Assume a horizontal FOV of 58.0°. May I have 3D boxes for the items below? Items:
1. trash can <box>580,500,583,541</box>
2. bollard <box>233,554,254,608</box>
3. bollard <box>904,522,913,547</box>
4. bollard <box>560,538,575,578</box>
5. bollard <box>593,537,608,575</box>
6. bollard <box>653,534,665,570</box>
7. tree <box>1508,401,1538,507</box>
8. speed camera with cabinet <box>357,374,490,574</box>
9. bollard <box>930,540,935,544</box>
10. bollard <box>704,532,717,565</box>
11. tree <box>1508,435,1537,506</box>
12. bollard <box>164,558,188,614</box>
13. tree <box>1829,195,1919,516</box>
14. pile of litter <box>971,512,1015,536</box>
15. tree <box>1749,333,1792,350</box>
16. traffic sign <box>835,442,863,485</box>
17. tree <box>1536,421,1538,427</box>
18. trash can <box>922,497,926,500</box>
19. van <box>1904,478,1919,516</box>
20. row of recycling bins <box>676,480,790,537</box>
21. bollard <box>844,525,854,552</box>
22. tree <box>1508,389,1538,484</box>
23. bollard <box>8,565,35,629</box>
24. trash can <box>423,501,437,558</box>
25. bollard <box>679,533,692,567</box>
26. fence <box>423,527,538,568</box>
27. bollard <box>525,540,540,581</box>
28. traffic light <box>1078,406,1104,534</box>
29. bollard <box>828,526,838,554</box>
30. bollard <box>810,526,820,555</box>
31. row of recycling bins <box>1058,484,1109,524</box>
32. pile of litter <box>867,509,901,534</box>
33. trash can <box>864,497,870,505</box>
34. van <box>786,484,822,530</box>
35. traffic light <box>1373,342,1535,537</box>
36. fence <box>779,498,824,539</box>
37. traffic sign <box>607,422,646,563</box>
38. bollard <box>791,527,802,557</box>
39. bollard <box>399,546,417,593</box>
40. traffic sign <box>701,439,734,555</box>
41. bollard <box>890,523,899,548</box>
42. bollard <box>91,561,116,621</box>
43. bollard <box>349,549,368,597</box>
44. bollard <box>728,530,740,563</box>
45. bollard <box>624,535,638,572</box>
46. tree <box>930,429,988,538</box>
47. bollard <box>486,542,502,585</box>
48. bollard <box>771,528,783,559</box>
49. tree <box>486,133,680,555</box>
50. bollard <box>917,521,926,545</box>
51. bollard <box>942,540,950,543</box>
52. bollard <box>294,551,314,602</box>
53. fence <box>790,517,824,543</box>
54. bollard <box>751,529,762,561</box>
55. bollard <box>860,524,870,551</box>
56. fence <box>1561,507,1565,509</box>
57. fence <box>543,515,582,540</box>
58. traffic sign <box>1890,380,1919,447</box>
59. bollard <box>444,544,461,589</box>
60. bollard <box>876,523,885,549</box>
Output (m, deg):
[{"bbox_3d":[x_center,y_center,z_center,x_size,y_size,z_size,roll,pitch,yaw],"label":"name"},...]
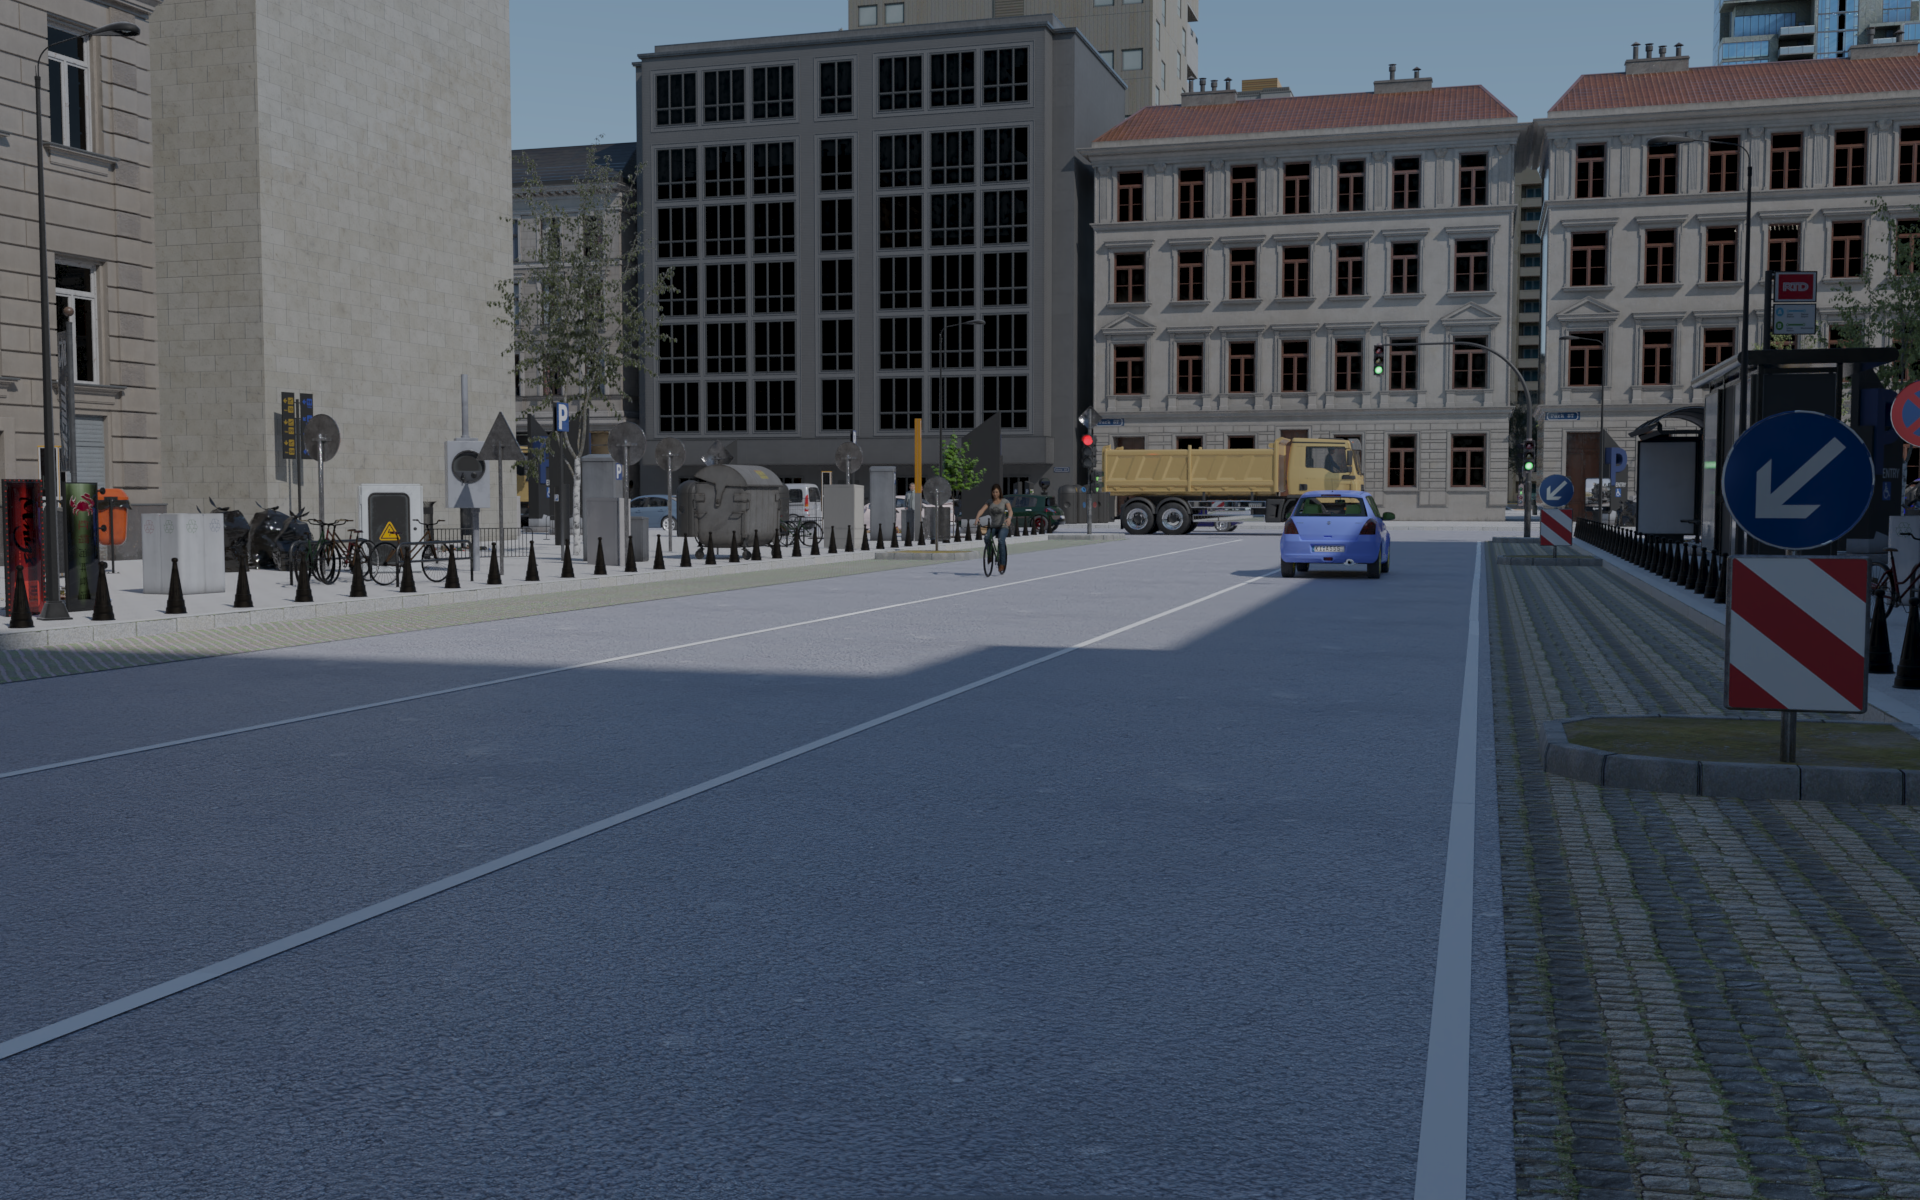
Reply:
[{"bbox_3d":[-9.458,-2.026,44.774,0.748,1.137,0.748,0,3,0],"label":"trash can"},{"bbox_3d":[-8.115,-0.217,19.597,0.229,0.601,0.229,0,3,0],"label":"bollard"},{"bbox_3d":[-1.265,-1.607,42.312,0.229,0.601,0.229,0,3,0],"label":"bollard"},{"bbox_3d":[-6.016,-0.643,26.547,0.229,0.601,0.229,0,3,0],"label":"bollard"},{"bbox_3d":[-5.720,-0.703,27.531,0.229,0.601,0.229,0,3,0],"label":"bollard"},{"bbox_3d":[-5.128,-0.823,29.497,0.229,0.601,0.229,0,3,0],"label":"bollard"},{"bbox_3d":[55.694,-14.550,172.297,8.767,10.594,7.601,-3,5,-40],"label":"tree"},{"bbox_3d":[-8.752,-2.075,28.258,2.038,3.252,0.660,-1,4,-22],"label":"speed camera with cabinet"},{"bbox_3d":[-0.661,-1.729,44.308,0.229,0.601,0.229,0,3,0],"label":"bollard"},{"bbox_3d":[-4.532,-0.943,31.467,0.229,0.601,0.229,0,3,0],"label":"bollard"},{"bbox_3d":[59.399,-14.221,182.871,4.360,8.622,3.978,0,3,0],"label":"tree"},{"bbox_3d":[-8.419,-0.156,18.584,0.229,0.601,0.229,0,3,0],"label":"bollard"},{"bbox_3d":[22.506,-5.564,41.333,4.737,8.622,4.395,0,3,0],"label":"tree"},{"bbox_3d":[1.021,-2.441,53.875,1.719,0.858,1.176,-2,4,-25],"label":"pile of litter"},{"bbox_3d":[34.771,-7.466,72.433,4.737,8.622,4.395,0,3,0],"label":"tree"},{"bbox_3d":[-2.718,-2.566,42.062,0.768,2.556,0.104,2,4,25],"label":"traffic sign"},{"bbox_3d":[44.573,-10.791,126.801,4.737,8.622,4.395,0,3,0],"label":"tree"},{"bbox_3d":[-1.922,-4.512,85.420,0.748,1.137,0.748,0,3,0],"label":"trash can"},{"bbox_3d":[34.084,-3.347,59.112,5.245,2.365,2.240,1,4,19],"label":"van"},{"bbox_3d":[-6.842,-2.778,52.526,3.534,1.692,1.069,-2,4,-29],"label":"row of recycling bins"},{"bbox_3d":[-2.453,-1.366,38.369,0.229,0.601,0.229,0,3,0],"label":"bollard"},{"bbox_3d":[65.027,-17.688,199.563,12.009,13.543,11.850,0,3,0],"label":"tree"},{"bbox_3d":[-9.011,-0.035,16.614,0.229,0.601,0.229,0,3,0],"label":"bollard"},{"bbox_3d":[-10.705,-1.378,34.176,0.748,1.137,0.748,0,3,0],"label":"trash can"},{"bbox_3d":[-4.828,-0.883,30.483,0.229,0.601,0.229,0,3,0],"label":"bollard"},{"bbox_3d":[-8.478,-0.927,30.526,2.069,0.683,0.278,-2,4,-35],"label":"fence"},{"bbox_3d":[-6.314,-0.582,25.556,0.229,0.601,0.229,0,3,0],"label":"bollard"},{"bbox_3d":[4.136,-4.043,55.027,0.839,4.253,0.868,1,4,17],"label":"traffic light"},{"bbox_3d":[-2.750,-1.305,37.386,0.229,0.601,0.229,0,3,0],"label":"bollard"},{"bbox_3d":[-3.045,-1.245,36.402,0.229,0.601,0.229,0,3,0],"label":"bollard"},{"bbox_3d":[5.333,-4.177,75.414,1.069,1.692,3.534,2,4,35],"label":"row of recycling bins"},{"bbox_3d":[-2.432,-2.613,56.693,1.176,0.858,1.719,-2,4,-31],"label":"pile of litter"},{"bbox_3d":[-4.365,-3.964,76.467,0.748,1.137,0.748,0,3,0],"label":"trash can"},{"bbox_3d":[-7.676,-3.856,70.060,4.112,2.044,2.013,1,4,18],"label":"van"},{"bbox_3d":[14.763,-4.712,51.706,4.771,5.953,1.251,1,4,17],"label":"traffic light"},{"bbox_3d":[-4.660,-2.284,48.554,0.480,1.192,2.264,2,4,32],"label":"fence"},{"bbox_3d":[-5.887,-1.862,30.544,0.768,2.556,0.104,1,4,19],"label":"traffic sign"},{"bbox_3d":[-3.341,-1.185,35.410,0.229,0.601,0.229,0,3,0],"label":"bollard"},{"bbox_3d":[-7.207,-0.401,22.592,0.229,0.601,0.229,0,3,0],"label":"bollard"},{"bbox_3d":[-5.129,-2.167,36.608,0.795,2.450,0.064,1,4,21],"label":"traffic sign"},{"bbox_3d":[-1.561,-1.547,41.329,0.229,0.601,0.229,0,3,0],"label":"bollard"},{"bbox_3d":[-8.711,-0.095,17.596,0.229,0.601,0.229,0,3,0],"label":"bollard"},{"bbox_3d":[-7.509,-0.340,21.598,0.229,0.601,0.229,0,3,0],"label":"bollard"},{"bbox_3d":[-4.232,-1.004,32.459,0.229,0.601,0.229,0,3,0],"label":"bollard"},{"bbox_3d":[-5.422,-0.763,28.513,0.229,0.601,0.229,0,3,0],"label":"bollard"},{"bbox_3d":[-0.275,-3.432,50.713,1.663,3.219,1.824,0,3,0],"label":"tree"},{"bbox_3d":[-6.611,-0.522,24.573,0.229,0.601,0.229,0,3,0],"label":"bollard"},{"bbox_3d":[-3.637,-1.125,34.427,0.229,0.601,0.229,0,3,0],"label":"bollard"},{"bbox_3d":[-8.000,-5.253,36.253,4.360,8.622,3.978,0,3,0],"label":"tree"},{"bbox_3d":[-0.963,-1.668,43.308,0.229,0.601,0.229,0,3,0],"label":"bollard"},{"bbox_3d":[-0.360,-1.789,45.290,0.229,0.601,0.229,0,3,0],"label":"bollard"},{"bbox_3d":[-7.807,-0.279,20.597,0.229,0.601,0.229,0,3,0],"label":"bollard"},{"bbox_3d":[-3.582,-1.800,44.805,2.069,0.683,0.278,3,5,40],"label":"fence"},{"bbox_3d":[-3.934,-1.064,33.442,0.229,0.601,0.229,0,3,0],"label":"bollard"},{"bbox_3d":[-2.154,-1.426,39.351,0.229,0.601,0.229,0,3,0],"label":"bollard"},{"bbox_3d":[26.463,-3.950,75.788,0.480,1.192,2.264,2,4,27],"label":"fence"},{"bbox_3d":[-10.801,-2.064,49.117,2.069,0.683,0.278,-3,4,-36],"label":"fence"},{"bbox_3d":[10.660,-1.161,19.088,0.768,2.556,0.104,2,4,26],"label":"traffic sign"},{"bbox_3d":[-6.914,-0.461,23.576,0.229,0.601,0.229,0,3,0],"label":"bollard"},{"bbox_3d":[-1.859,-1.486,40.343,0.229,0.601,0.229,0,3,0],"label":"bollard"}]
